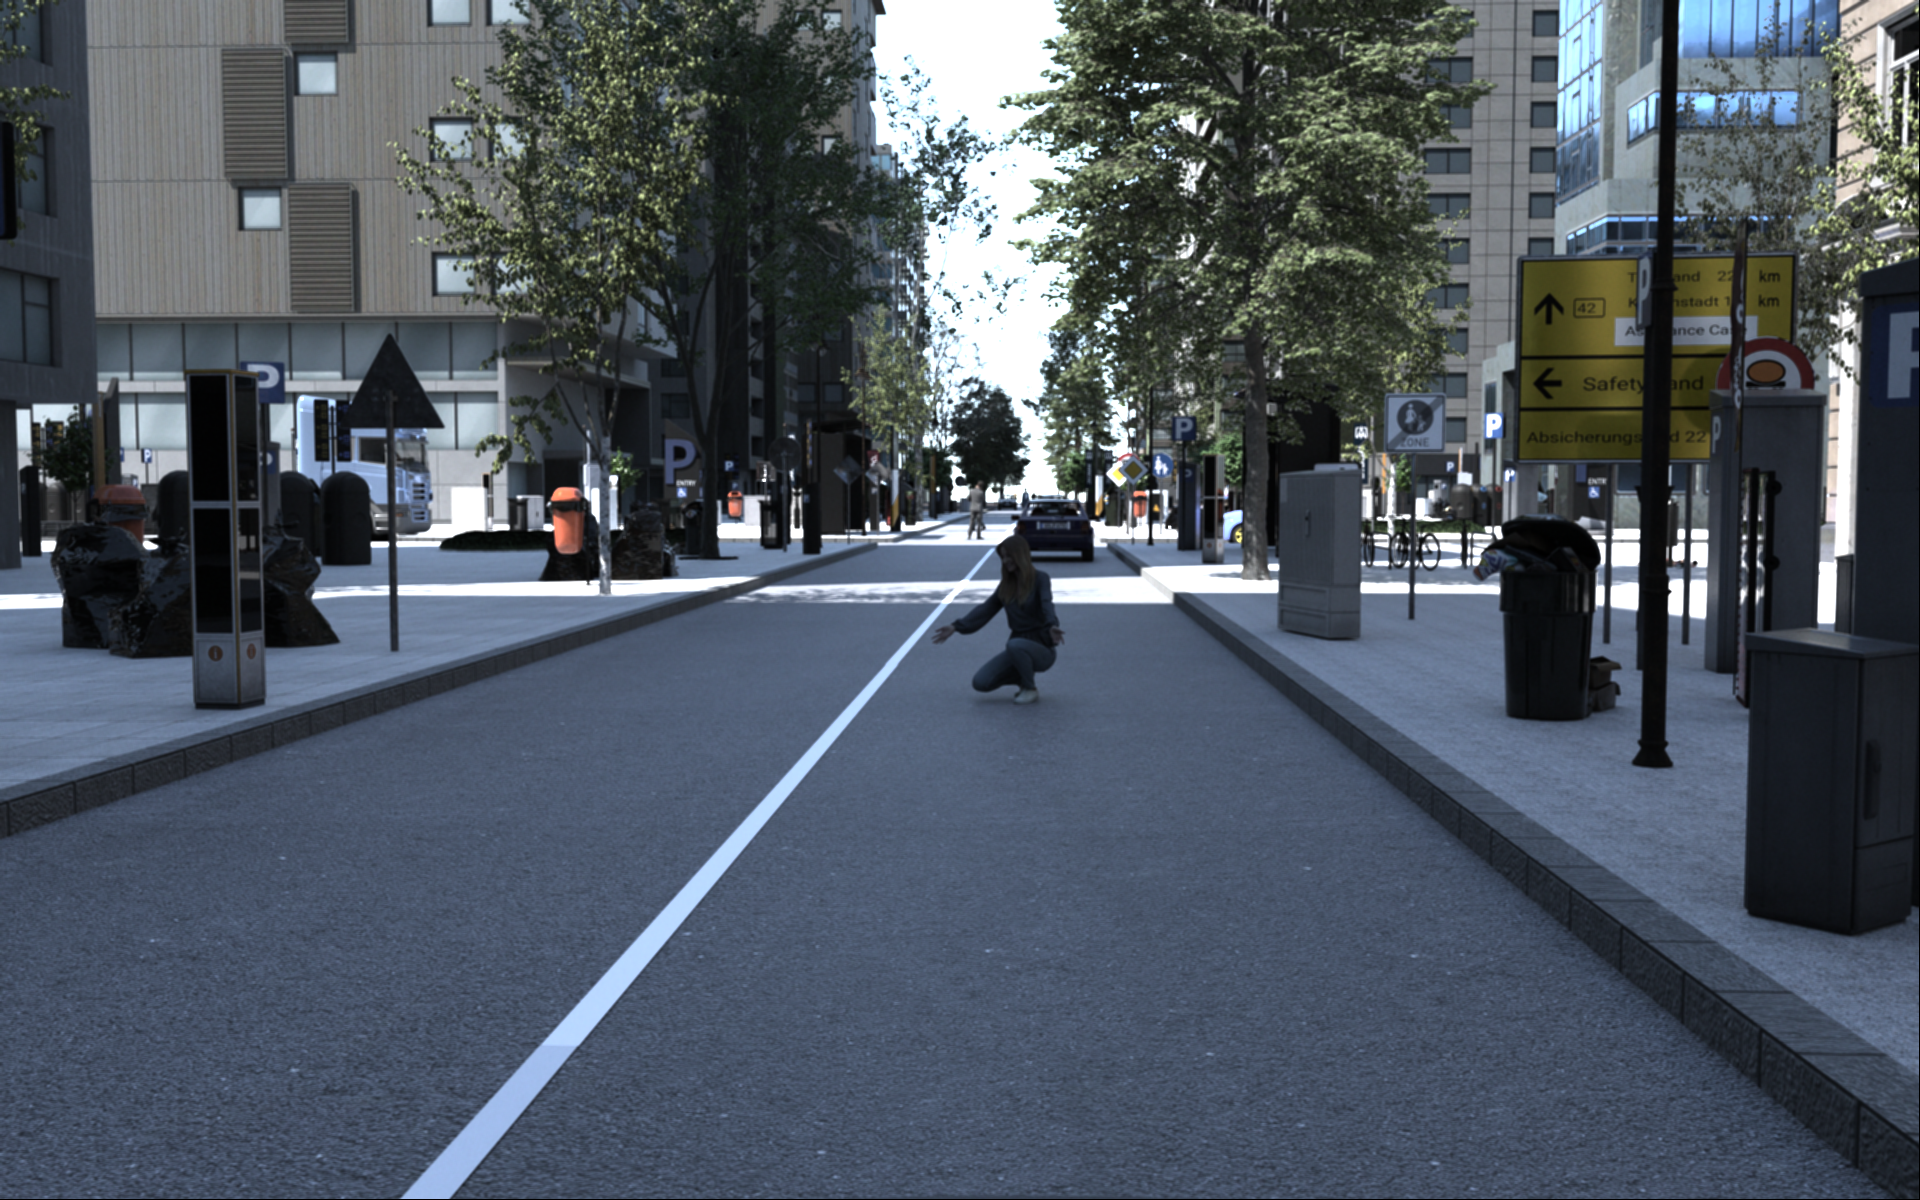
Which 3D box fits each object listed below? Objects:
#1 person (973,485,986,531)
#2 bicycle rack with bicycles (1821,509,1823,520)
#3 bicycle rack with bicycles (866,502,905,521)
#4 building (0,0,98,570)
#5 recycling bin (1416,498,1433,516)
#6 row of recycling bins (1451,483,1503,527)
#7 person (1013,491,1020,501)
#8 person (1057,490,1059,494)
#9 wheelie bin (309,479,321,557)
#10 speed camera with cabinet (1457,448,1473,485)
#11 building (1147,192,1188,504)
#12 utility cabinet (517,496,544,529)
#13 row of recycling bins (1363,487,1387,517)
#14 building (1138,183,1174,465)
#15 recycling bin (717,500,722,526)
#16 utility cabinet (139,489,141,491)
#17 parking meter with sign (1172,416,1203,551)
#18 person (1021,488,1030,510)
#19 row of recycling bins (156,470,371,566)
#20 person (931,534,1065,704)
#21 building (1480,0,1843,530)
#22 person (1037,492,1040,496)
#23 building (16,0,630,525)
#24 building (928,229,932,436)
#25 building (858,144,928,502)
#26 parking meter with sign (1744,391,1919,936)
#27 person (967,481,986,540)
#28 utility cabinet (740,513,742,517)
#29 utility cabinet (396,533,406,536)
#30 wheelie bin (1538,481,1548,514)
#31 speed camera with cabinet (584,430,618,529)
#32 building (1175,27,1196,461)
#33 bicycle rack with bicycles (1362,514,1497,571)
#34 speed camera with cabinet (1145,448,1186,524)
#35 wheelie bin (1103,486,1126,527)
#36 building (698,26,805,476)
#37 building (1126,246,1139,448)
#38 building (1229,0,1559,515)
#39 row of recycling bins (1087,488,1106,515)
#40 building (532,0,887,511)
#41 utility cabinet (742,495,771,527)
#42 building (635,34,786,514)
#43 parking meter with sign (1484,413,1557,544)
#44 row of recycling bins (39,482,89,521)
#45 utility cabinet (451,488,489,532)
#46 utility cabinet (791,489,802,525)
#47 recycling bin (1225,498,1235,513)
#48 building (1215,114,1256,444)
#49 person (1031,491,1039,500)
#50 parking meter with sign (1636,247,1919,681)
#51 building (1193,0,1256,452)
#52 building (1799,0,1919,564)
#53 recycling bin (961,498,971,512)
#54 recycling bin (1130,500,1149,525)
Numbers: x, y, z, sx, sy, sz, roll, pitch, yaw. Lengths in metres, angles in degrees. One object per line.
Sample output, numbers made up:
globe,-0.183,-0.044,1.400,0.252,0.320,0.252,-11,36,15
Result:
person,0.674,-3.627,67.902,0.767,1.812,0.694,0,4,-6
bicycle rack with bicycles,29.987,-2.848,59.955,2.925,0.926,2.852,-2,4,-34
bicycle rack with bicycles,-3.996,-4.256,82.969,2.852,0.926,2.925,-3,5,-42
building,-22.322,-20.927,25.759,14.086,41.232,14.154,0,4,3
recycling bin,26.783,-5.348,100.000,0.722,1.027,0.722,-2,4,-31
row of recycling bins,20.696,-3.746,68.366,3.534,1.692,1.069,-2,4,-33
person,7.006,-12.856,218.787,1.348,1.812,0.705,1,4,19
person,6.772,-6.732,119.567,0.512,1.701,0.522,2,4,24
wheelie bin,-13.361,-1.691,35.549,0.693,1.594,0.980,-3,4,-38
speed camera with cabinet,21.321,-4.811,72.994,0.660,3.252,2.038,1,4,15
building,32.254,-33.664,234.002,14.154,41.232,14.086,0,4,3
utility cabinet,-15.518,-3.147,62.622,0.306,1.237,1.020,2,4,35
row of recycling bins,23.036,-5.484,96.775,1.069,1.692,3.534,0,4,2
building,32.903,-36.577,248.141,14.600,45.320,14.200,0,4,3
recycling bin,-10.021,-3.489,69.606,0.722,1.027,0.722,-1,4,-23
utility cabinet,-32.861,-3.720,69.501,0.318,1.500,1.173,1,4,22
parking meter with sign,5.286,-2.657,39.708,0.543,3.016,1.738,1,4,18
person,3.907,-5.789,103.175,0.581,1.822,0.654,0,4,3
row of recycling bins,-12.347,-1.450,30.819,3.534,1.692,1.069,-2,4,-24
person,0.413,0.128,11.913,0.738,1.151,1.012,-3,5,-44
building,38.687,-46.344,70.393,31.000,86.520,22.319,0,4,3
person,13.053,-16.897,284.900,1.348,1.807,0.705,2,4,34
building,-29.245,-30.194,82.915,28.713,52.752,27.495,0,4,3
building,-15.967,-39.732,269.231,23.786,49.044,30.456,0,4,3
building,-17.682,-37.830,238.120,23.786,49.044,30.456,0,4,3
parking meter with sign,3.197,-0.566,5.523,1.738,3.016,0.543,-2,4,-35
person,0.520,-2.836,54.678,0.655,1.846,0.447,1,4,21
utility cabinet,-12.545,-5.255,97.085,1.020,1.237,0.306,2,4,31
utility cabinet,-17.350,-2.692,52.687,1.173,1.500,0.318,2,4,35
wheelie bin,13.478,-2.026,41.035,0.693,1.594,0.980,-2,4,-35
speed camera with cabinet,-11.065,-3.607,53.313,0.660,3.252,2.038,-2,4,-25
building,36.315,-35.855,175.469,28.713,52.752,27.495,0,4,3
bicycle rack with bicycles,8.099,-1.021,30.075,2.852,0.926,2.925,0,4,5
speed camera with cabinet,9.022,-4.920,74.771,2.038,3.252,0.660,0,4,4
wheelie bin,6.080,-3.664,67.818,0.693,1.594,0.980,3,5,40
building,-26.251,-27.425,140.287,32.217,40.220,23.993,0,4,3
building,37.370,-37.626,269.805,22.147,44.769,28.867,0,4,3
building,28.920,-41.351,114.337,20.563,71.187,20.611,0,4,3
row of recycling bins,8.359,-5.927,104.013,1.069,1.692,3.534,1,4,16
building,-22.284,-35.268,165.866,28.713,52.752,27.495,0,4,3
utility cabinet,-7.914,-3.456,67.667,1.020,1.237,0.306,0,4,-5
building,-19.365,-20.873,112.978,14.160,30.474,14.107,0,4,3
parking meter with sign,12.220,-2.532,37.656,1.738,3.016,0.543,-2,4,-28
row of recycling bins,-29.649,-3.114,58.029,3.534,1.692,1.069,0,4,6
utility cabinet,-16.541,-3.046,58.480,1.173,1.500,0.318,0,4,8
utility cabinet,-6.906,-3.849,71.614,1.173,1.500,0.318,0,4,7
recycling bin,17.420,-6.112,112.487,0.722,1.027,0.722,3,5,39
building,26.624,-22.145,133.773,14.160,30.474,14.107,0,4,3
person,7.679,-10.330,177.929,0.617,1.759,0.750,2,4,34
parking meter with sign,5.780,-0.987,12.392,1.738,3.016,0.543,1,4,10
building,32.099,-32.267,151.266,21.300,48.544,21.600,0,4,3
building,21.833,-14.415,21.584,13.634,28.700,20.117,0,4,3
recycling bin,0.528,-6.683,121.825,0.722,1.027,0.722,3,5,40
recycling bin,7.434,-3.629,71.896,0.722,1.027,0.722,1,4,13
